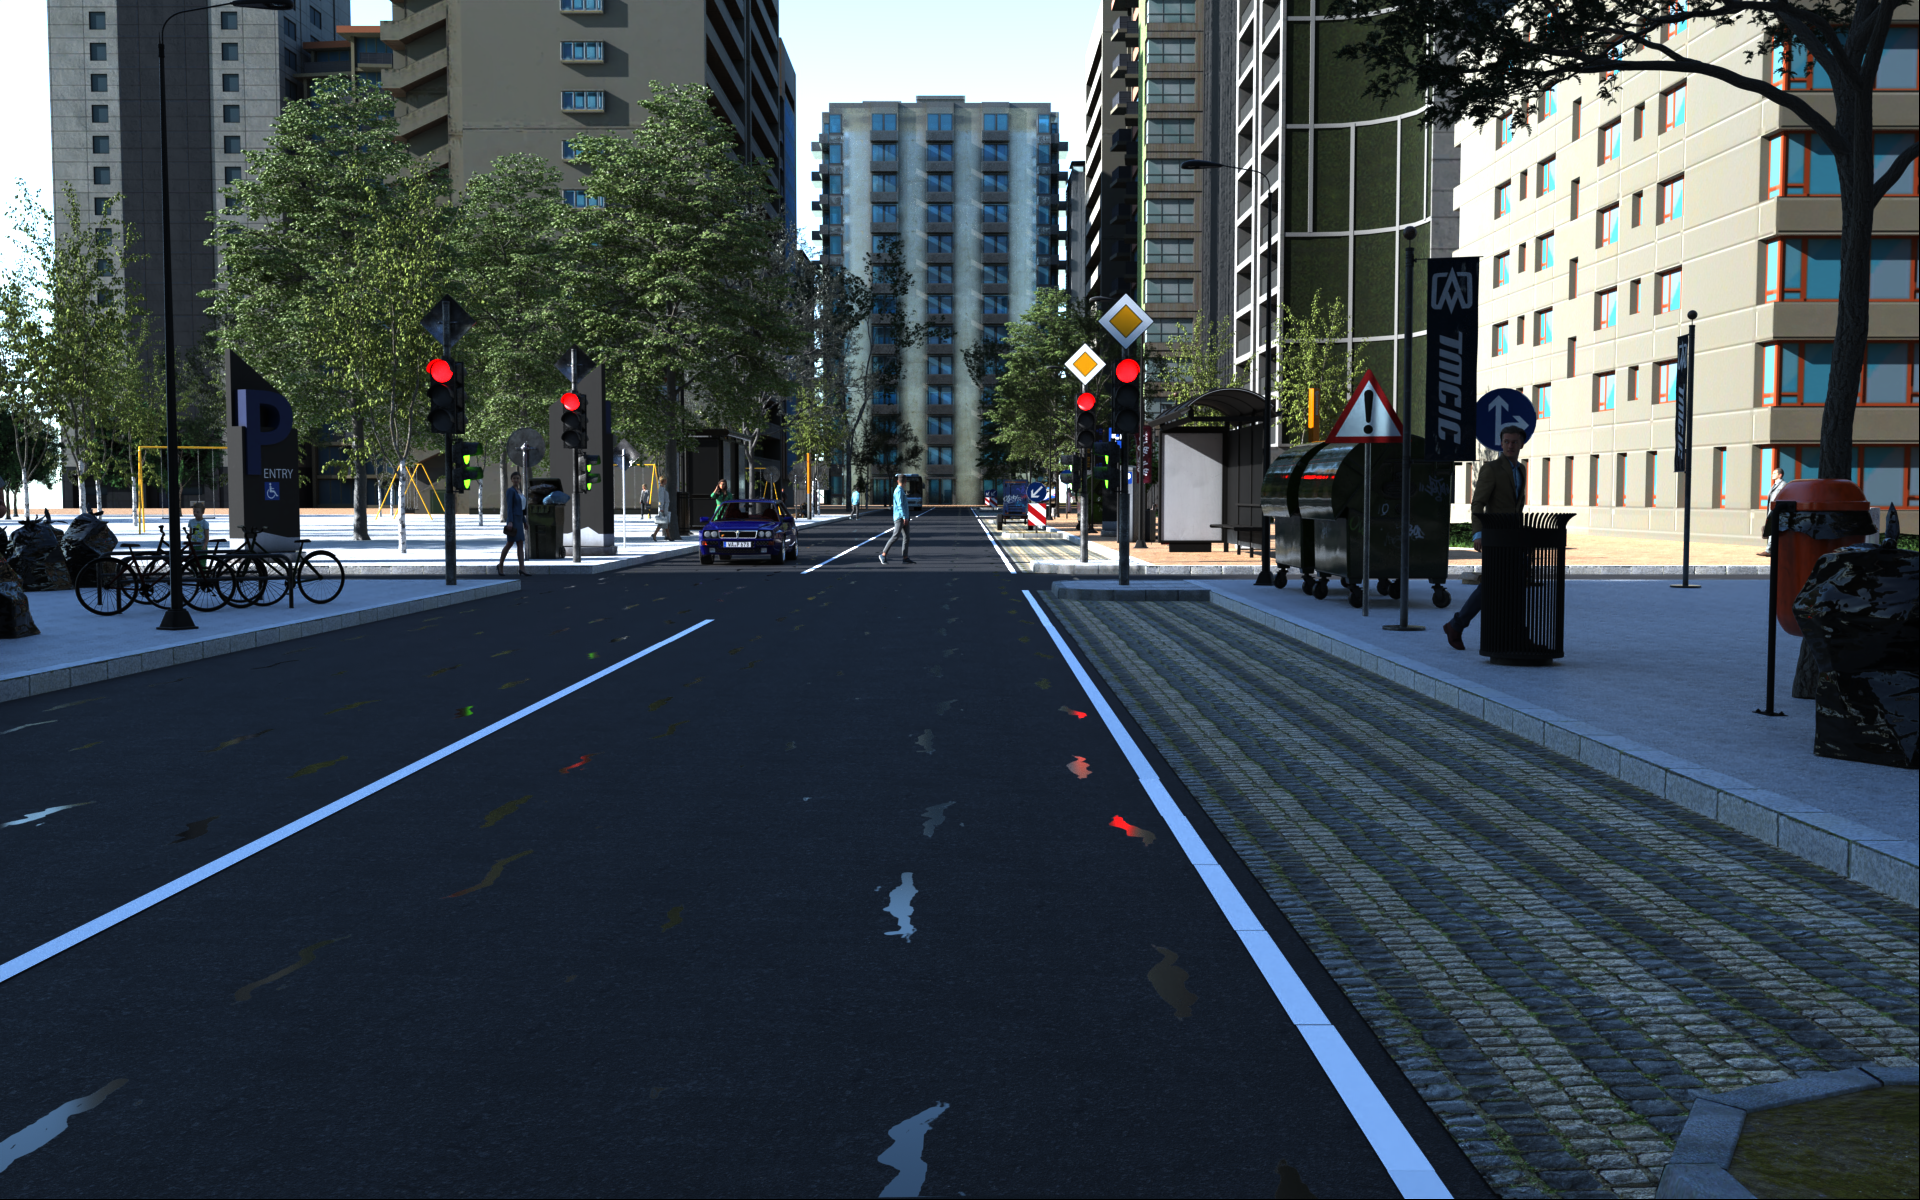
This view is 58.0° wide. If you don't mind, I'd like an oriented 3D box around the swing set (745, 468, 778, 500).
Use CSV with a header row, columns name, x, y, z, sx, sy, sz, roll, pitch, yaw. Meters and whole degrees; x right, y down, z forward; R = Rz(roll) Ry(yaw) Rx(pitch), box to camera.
name,x,y,z,sx,sy,sz,roll,pitch,yaw
swing set,-12.653,-6.437,102.863,3.119,2.851,2.862,-2,4,-32

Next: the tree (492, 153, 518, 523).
name,x,y,z,sx,sy,sz,roll,pitch,yaw
tree,-15.033,-8.572,58.284,7.486,12.596,7.792,0,3,0

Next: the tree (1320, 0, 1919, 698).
name,x,y,z,sx,sy,sz,roll,pitch,yaw
tree,5.723,-4.652,10.478,7.601,10.594,8.767,1,4,16

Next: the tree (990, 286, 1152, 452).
name,x,y,z,sx,sy,sz,roll,pitch,yaw
tree,5.544,-8.825,78.707,8.767,10.594,7.601,0,4,-1

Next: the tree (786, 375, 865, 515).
name,x,y,z,sx,sy,sz,roll,pitch,yaw
tree,-8.246,-9.387,103.832,4.360,8.622,3.978,0,3,0

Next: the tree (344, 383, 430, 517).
name,x,y,z,sx,sy,sz,roll,pitch,yaw
tree,-32.883,-8.998,97.477,4.360,8.622,3.978,0,3,0

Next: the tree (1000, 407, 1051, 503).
name,x,y,z,sx,sy,sz,roll,pitch,yaw
tree,4.670,-10.296,118.697,4.737,8.622,4.395,0,3,0

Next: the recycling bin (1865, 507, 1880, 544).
name,x,y,z,sx,sy,sz,roll,pitch,yaw
recycling bin,16.840,-1.235,32.745,0.722,1.027,0.722,-2,4,-26

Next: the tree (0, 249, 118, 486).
name,x,y,z,sx,sy,sz,roll,pitch,yaw
tree,-27.751,-6.191,51.592,4.360,8.622,3.978,0,3,0

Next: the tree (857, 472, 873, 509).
name,x,y,z,sx,sy,sz,roll,pitch,yaw
tree,-8.314,-9.212,145.211,1.663,3.219,1.824,0,3,0

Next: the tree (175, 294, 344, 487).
name,x,y,z,sx,sy,sz,roll,pitch,yaw
tree,-25.193,-6.803,61.591,4.360,8.622,3.978,0,3,0

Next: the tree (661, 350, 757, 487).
name,x,y,z,sx,sy,sz,roll,pitch,yaw
tree,-11.750,-8.146,83.557,4.360,8.622,3.978,0,3,0

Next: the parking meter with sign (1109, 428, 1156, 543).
name,x,y,z,sx,sy,sz,roll,pitch,yaw
parking meter with sign,4.624,-3.044,46.027,0.543,3.016,1.738,2,4,35

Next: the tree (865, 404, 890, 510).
name,x,y,z,sx,sy,sz,roll,pitch,yaw
tree,-7.797,-11.636,140.609,4.360,8.622,3.978,0,3,0

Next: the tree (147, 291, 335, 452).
name,x,y,z,sx,sy,sz,roll,pitch,yaw
tree,-32.227,-8.855,79.195,7.601,10.594,8.767,1,4,16

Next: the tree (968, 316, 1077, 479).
name,x,y,z,sx,sy,sz,roll,pitch,yaw
tree,6.693,-20.023,183.261,12.611,20.169,13.585,0,3,0

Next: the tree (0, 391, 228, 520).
name,x,y,z,sx,sy,sz,roll,pitch,yaw
tree,-51.423,-8.414,100.474,20.602,7.101,11.467,0,4,0

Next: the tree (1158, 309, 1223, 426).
name,x,y,z,sx,sy,sz,roll,pitch,yaw
tree,9.887,-7.313,69.928,4.737,8.622,4.395,0,3,0

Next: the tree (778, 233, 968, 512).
name,x,y,z,sx,sy,sz,roll,pitch,yaw
tree,-7.002,-16.471,125.197,12.611,20.169,13.585,0,3,0

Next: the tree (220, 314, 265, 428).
name,x,y,z,sx,sy,sz,roll,pitch,yaw
tree,-27.106,-7.187,67.863,4.737,8.622,4.395,0,3,0

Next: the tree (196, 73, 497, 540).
name,x,y,z,sx,sy,sz,roll,pitch,yaw
tree,-17.042,-7.920,47.620,7.486,12.596,7.792,0,3,0

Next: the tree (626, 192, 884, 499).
name,x,y,z,sx,sy,sz,roll,pitch,yaw
tree,-8.584,-9.823,70.968,12.009,13.543,11.850,0,3,0

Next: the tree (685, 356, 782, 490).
name,x,y,z,sx,sy,sz,roll,pitch,yaw
tree,-11.972,-8.636,91.564,4.737,8.622,4.395,0,3,0

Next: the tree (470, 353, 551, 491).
name,x,y,z,sx,sy,sz,roll,pitch,yaw
tree,-24.085,-9.732,93.526,7.601,10.594,8.767,-1,4,-9

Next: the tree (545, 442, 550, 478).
name,x,y,z,sx,sy,sz,roll,pitch,yaw
tree,-24.061,-9.248,101.564,4.360,8.622,3.978,0,3,0

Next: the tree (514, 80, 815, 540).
name,x,y,z,sx,sy,sz,roll,pitch,yaw
tree,-7.890,-7.928,47.756,7.486,12.596,7.792,0,3,0

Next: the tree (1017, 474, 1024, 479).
name,x,y,z,sx,sy,sz,roll,pitch,yaw
tree,5.605,-10.709,169.685,1.663,3.219,1.824,0,3,0

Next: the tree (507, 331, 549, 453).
name,x,y,z,sx,sy,sz,roll,pitch,yaw
tree,-19.282,-7.262,69.099,4.737,8.622,4.395,0,3,0

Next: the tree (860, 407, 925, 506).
name,x,y,z,sx,sy,sz,roll,pitch,yaw
tree,-7.235,-15.336,185.151,8.767,10.594,7.601,2,4,33

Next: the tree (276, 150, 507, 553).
name,x,y,z,sx,sy,sz,roll,pitch,yaw
tree,-12.176,-5.329,37.485,4.737,8.622,4.395,0,3,0

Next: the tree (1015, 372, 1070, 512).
name,x,y,z,sx,sy,sz,roll,pitch,yaw
tree,5.308,-9.331,102.919,4.360,8.622,3.978,0,3,0

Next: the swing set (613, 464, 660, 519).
name,x,y,z,sx,sy,sz,roll,pitch,yaw
swing set,-17.537,-5.715,91.057,3.119,2.851,2.862,0,4,5

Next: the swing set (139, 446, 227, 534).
name,x,y,z,sx,sy,sz,roll,pitch,yaw
swing set,-25.577,-3.637,57.085,3.119,2.851,2.862,-1,4,-22

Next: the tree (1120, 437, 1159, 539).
name,x,y,z,sx,sy,sz,roll,pitch,yaw
tree,5.159,-3.381,49.888,1.663,3.219,1.824,0,3,0

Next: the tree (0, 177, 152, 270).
name,x,y,z,sx,sy,sz,roll,pitch,yaw
tree,-20.574,-5.482,39.988,4.737,8.622,4.395,0,3,0

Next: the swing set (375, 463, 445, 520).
name,x,y,z,sx,sy,sz,roll,pitch,yaw
swing set,-27.497,-5.470,87.049,2.862,2.851,3.119,0,4,0

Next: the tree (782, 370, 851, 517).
name,x,y,z,sx,sy,sz,roll,pitch,yaw
tree,-8.190,-8.977,97.128,4.737,8.622,4.395,0,3,0

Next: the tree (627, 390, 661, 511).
name,x,y,z,sx,sy,sz,roll,pitch,yaw
tree,-16.654,-8.986,97.286,4.360,8.622,3.978,0,3,0

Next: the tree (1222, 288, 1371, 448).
name,x,y,z,sx,sy,sz,roll,pitch,yaw
tree,12.877,-6.892,63.050,4.737,8.622,4.395,0,3,0

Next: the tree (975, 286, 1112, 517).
name,x,y,z,sx,sy,sz,roll,pitch,yaw
tree,5.115,-10.846,95.467,7.486,12.596,7.792,0,3,0

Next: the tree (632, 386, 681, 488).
name,x,y,z,sx,sy,sz,roll,pitch,yaw
tree,-17.827,-9.333,102.962,4.737,8.622,4.395,0,3,0

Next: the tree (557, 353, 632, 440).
name,x,y,z,sx,sy,sz,roll,pitch,yaw
tree,-19.347,-8.276,85.667,4.737,8.622,4.395,0,3,0
